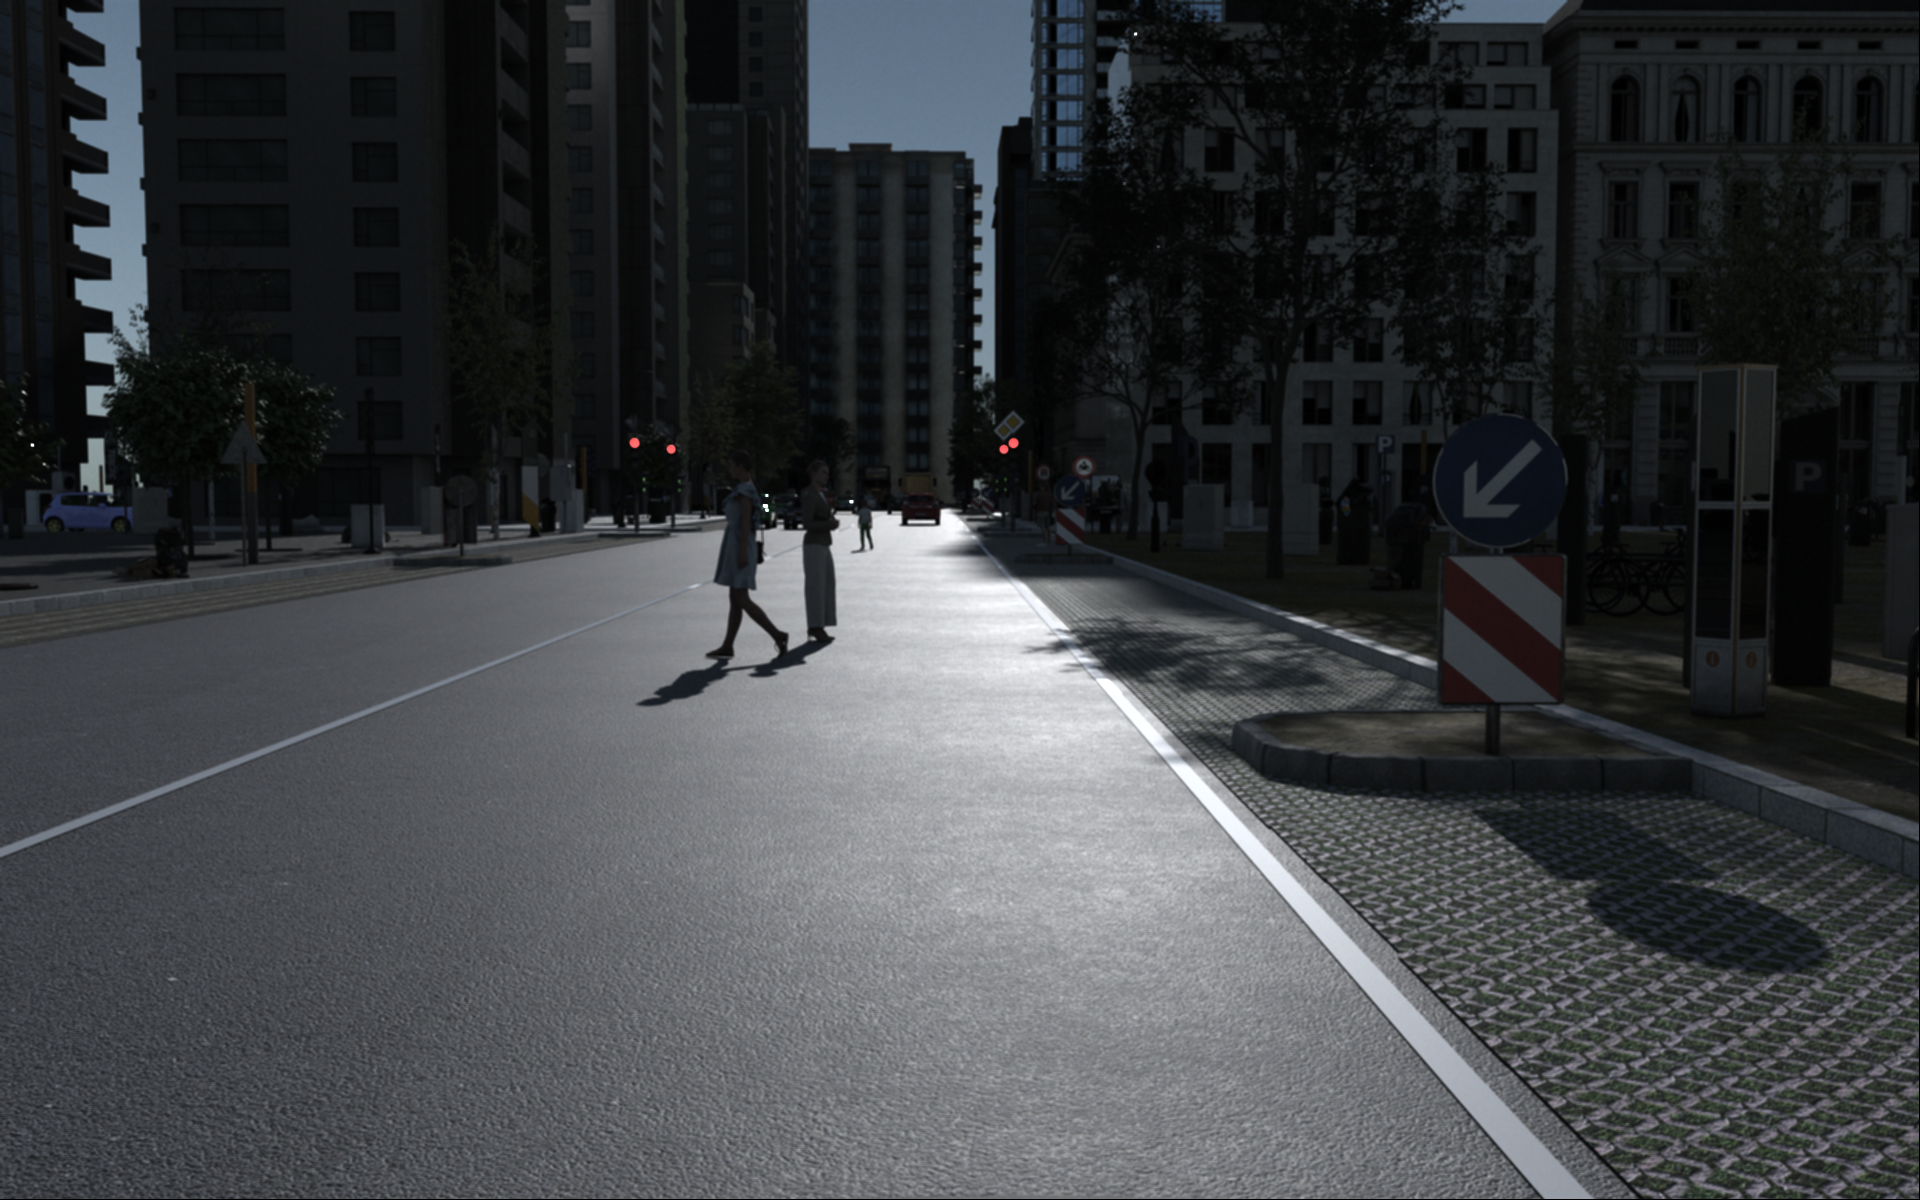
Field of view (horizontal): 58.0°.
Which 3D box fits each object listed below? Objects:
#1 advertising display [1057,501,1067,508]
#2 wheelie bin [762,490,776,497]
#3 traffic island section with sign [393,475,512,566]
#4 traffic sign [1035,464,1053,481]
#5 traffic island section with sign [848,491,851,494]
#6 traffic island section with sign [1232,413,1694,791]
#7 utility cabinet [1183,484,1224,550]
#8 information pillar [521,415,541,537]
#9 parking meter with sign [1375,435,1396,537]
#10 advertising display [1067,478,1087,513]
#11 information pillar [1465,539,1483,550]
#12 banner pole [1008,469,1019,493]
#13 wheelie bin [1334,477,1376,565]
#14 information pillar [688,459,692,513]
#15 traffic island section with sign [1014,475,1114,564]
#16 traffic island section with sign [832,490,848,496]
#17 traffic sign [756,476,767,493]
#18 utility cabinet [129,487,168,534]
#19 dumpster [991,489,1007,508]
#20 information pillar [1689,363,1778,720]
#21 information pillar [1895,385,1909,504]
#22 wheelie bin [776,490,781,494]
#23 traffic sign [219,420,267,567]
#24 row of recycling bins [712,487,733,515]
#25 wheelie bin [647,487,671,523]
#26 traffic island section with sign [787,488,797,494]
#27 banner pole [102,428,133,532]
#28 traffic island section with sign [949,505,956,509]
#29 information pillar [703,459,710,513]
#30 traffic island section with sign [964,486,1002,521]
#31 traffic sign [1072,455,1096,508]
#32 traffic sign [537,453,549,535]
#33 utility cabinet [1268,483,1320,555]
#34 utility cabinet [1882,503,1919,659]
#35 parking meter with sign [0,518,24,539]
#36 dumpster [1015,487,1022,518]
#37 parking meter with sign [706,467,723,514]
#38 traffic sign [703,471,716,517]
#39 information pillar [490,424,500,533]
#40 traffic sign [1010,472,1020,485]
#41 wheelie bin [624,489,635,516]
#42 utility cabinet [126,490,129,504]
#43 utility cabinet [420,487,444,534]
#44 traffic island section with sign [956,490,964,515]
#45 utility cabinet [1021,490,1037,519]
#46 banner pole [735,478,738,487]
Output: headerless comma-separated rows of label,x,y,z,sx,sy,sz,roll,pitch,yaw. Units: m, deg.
advertising display,5.434,-5.097,88.543,0.974,1.923,0.123,0,4,4
wheelie bin,-13.912,-7.111,124.174,0.693,1.594,0.980,1,4,21
traffic island section with sign,-10.180,-1.615,35.027,1.989,1.847,2.006,0,4,-1
traffic sign,3.549,-4.464,73.098,0.768,2.556,0.104,0,4,4
traffic island section with sign,-12.536,-11.446,195.772,1.989,1.847,2.006,0,4,-1
traffic island section with sign,2.523,-0.038,9.243,1.989,1.847,2.006,0,4,-1
utility cabinet,5.517,-1.874,39.326,0.318,1.500,1.173,-2,4,-28
information pillar,-12.718,-3.664,51.267,0.504,3.616,0.183,-2,4,-33
parking meter with sign,12.851,-3.409,52.002,0.543,3.016,1.738,1,4,21
advertising display,4.920,-3.961,69.974,0.974,1.923,0.123,1,4,18
information pillar,11.767,-2.146,39.572,0.304,2.012,0.304,-1,4,-16
banner pole,2.898,-6.762,100.575,0.401,3.779,0.863,2,4,25
wheelie bin,7.222,-1.450,31.624,0.693,1.594,0.980,1,4,19
information pillar,-18.161,-7.649,116.408,0.183,3.616,0.504,0,4,2
traffic island section with sign,2.137,-1.686,36.195,1.989,1.847,2.006,0,4,-1
traffic island section with sign,-12.127,-9.739,167.861,1.989,1.847,2.006,0,4,-1
traffic sign,-14.014,-7.464,122.148,0.768,2.556,0.104,0,4,5
utility cabinet,-25.762,-2.841,55.121,0.318,1.500,1.173,1,4,19
dumpster,2.919,-7.567,129.478,1.264,1.857,1.865,0,4,-1
information pillar,4.439,-0.334,9.953,0.304,2.012,0.304,-2,4,-29
information pillar,20.416,-2.826,37.561,0.183,3.616,0.504,1,4,14
wheelie bin,-14.248,-7.752,134.650,0.980,1.594,0.693,0,4,-5
traffic sign,-12.622,-1.865,30.493,0.884,2.594,0.081,0,4,7
row of recycling bins,-14.446,-6.038,105.839,1.069,1.692,3.534,-1,4,-16
wheelie bin,-13.275,-4.167,76.041,0.980,1.594,0.693,1,4,11
traffic island section with sign,-11.380,-6.663,117.564,1.989,1.847,2.006,0,4,-1
banner pole,-28.243,-4.161,58.052,0.863,3.779,0.401,0,4,-7
traffic island section with sign,0.196,-9.769,168.345,1.989,1.847,2.006,0,4,-1
information pillar,-17.100,-7.679,116.904,0.504,3.616,0.183,1,4,8
traffic island section with sign,1.341,-5.029,90.857,1.989,1.847,2.006,0,4,-1
traffic sign,4.077,-3.476,56.945,0.768,2.556,0.104,0,4,3
traffic sign,-13.042,-3.261,53.423,0.768,2.556,0.104,1,4,8
utility cabinet,6.966,-1.679,36.135,0.318,1.500,1.173,-2,4,-35
utility cabinet,7.607,-0.169,13.933,0.306,1.237,1.020,2,4,30
parking meter with sign,-27.751,-3.252,49.435,1.738,3.016,0.543,-1,4,-18
dumpster,3.488,-5.248,91.555,1.264,1.857,1.865,0,4,-1
parking meter with sign,-15.613,-7.054,111.590,0.543,3.016,1.738,2,4,26
traffic sign,-13.726,-5.790,94.778,0.768,2.556,0.104,0,4,1
information pillar,-15.330,-4.020,57.076,0.183,3.616,0.504,1,4,12
traffic sign,3.001,-5.923,96.939,0.768,2.556,0.104,0,4,1
wheelie bin,-19.521,-5.788,102.549,0.693,1.594,0.980,-1,4,-17
utility cabinet,-39.541,-4.511,82.433,0.318,1.500,1.173,-2,4,-25
utility cabinet,-16.731,-2.830,54.950,0.318,1.500,1.173,0,4,6
traffic island section with sign,0.929,-6.688,117.974,1.989,1.847,2.006,0,4,-1
utility cabinet,3.619,-4.736,86.117,1.173,1.500,0.318,2,4,33
banner pole,-14.008,-7.247,108.506,0.401,3.779,0.863,0,4,5
